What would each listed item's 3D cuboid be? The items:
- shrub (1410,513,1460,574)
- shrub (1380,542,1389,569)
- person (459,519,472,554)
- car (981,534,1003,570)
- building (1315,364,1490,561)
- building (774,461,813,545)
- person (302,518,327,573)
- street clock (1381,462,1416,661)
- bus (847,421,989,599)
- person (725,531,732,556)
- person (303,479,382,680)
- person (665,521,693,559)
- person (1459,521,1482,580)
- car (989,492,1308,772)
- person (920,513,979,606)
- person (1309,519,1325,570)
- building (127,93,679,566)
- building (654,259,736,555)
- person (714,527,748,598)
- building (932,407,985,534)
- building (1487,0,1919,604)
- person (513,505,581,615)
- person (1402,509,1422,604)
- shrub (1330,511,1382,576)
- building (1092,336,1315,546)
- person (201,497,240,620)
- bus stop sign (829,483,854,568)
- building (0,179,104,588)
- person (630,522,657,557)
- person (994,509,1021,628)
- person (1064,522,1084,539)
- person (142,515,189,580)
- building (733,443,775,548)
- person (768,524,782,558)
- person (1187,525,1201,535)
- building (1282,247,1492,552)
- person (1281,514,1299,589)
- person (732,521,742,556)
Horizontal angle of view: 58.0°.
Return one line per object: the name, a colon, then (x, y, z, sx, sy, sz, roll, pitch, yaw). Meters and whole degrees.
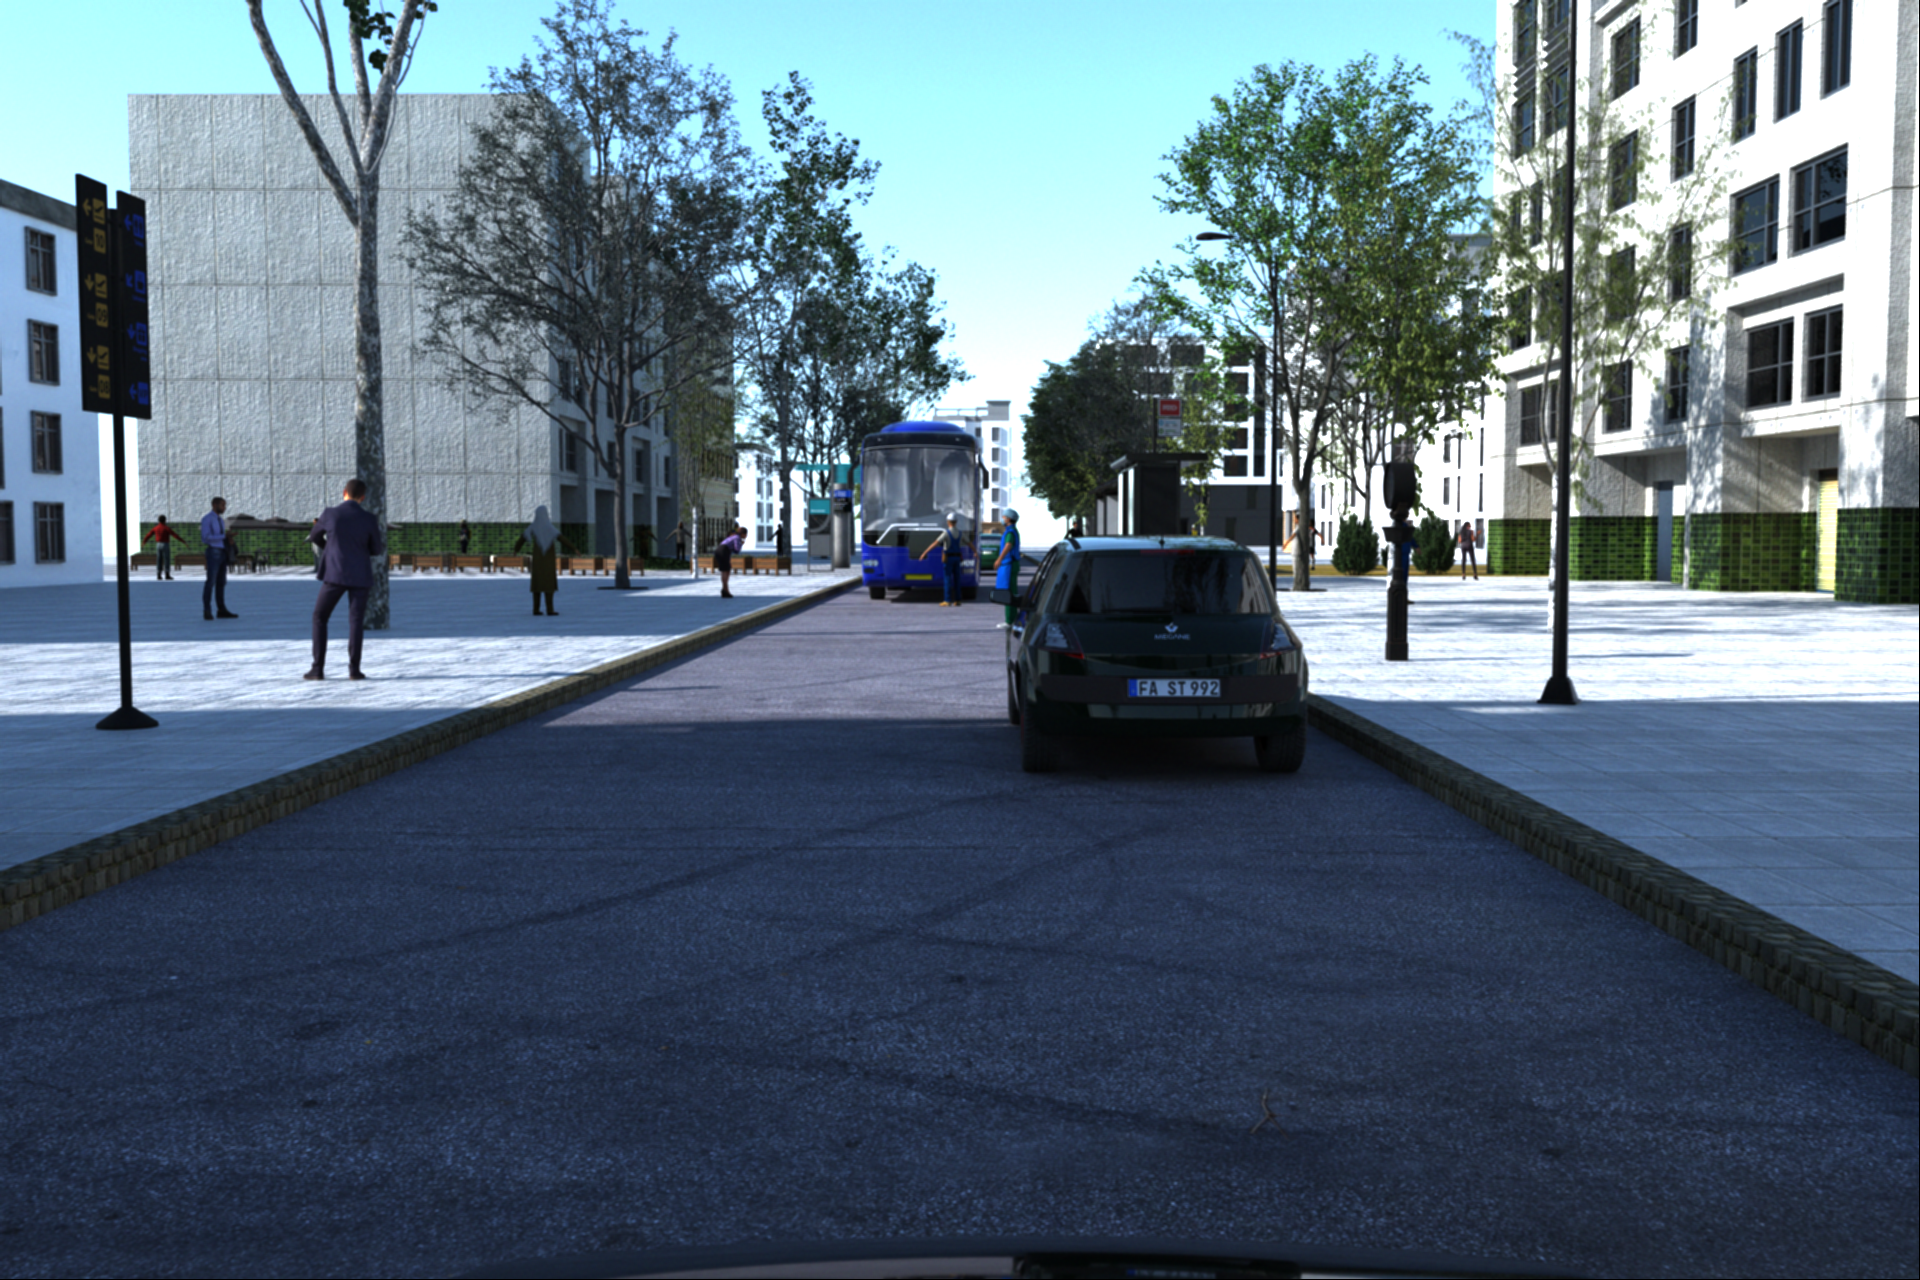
shrub: (15.086, -3.109, 55.254, 1.690, 2.028, 1.600, 0, 3, 0)
shrub: (15.670, -3.149, 62.599, 1.383, 1.207, 1.383, 0, 3, 0)
person: (-19.507, -3.806, 68.014, 0.705, 1.856, 1.354, -1, 4, -17)
car: (0.920, -3.025, 61.249, 2.131, 1.459, 4.920, 0, 4, 0)
building: (26.320, -9.266, 93.641, 9.099, 9.664, 28.070, 0, 4, 1)
building: (-22.562, -16.608, 213.687, 9.099, 9.664, 28.070, 0, 3, 0)
person: (-21.136, -3.103, 56.923, 1.347, 1.806, 0.705, 2, 4, 35)
street clock: (4.434, -0.793, 17.528, 0.358, 2.002, 0.471, 0, 4, 0)
bus: (-0.753, -3.040, 41.249, 2.896, 3.916, 12.251, 0, 4, 1)
person: (-11.309, -4.659, 85.444, 0.599, 1.433, 0.991, 3, 5, 40)
person: (-5.484, -0.543, 15.368, 0.683, 1.767, 0.568, -1, 4, -20)
person: (-11.475, -3.981, 71.223, 1.348, 1.813, 0.705, -1, 4, -19)
person: (14.234, -2.498, 48.359, 0.593, 1.643, 0.415, 0, 4, -7)
car: (1.213, -0.125, 11.834, 2.009, 1.686, 4.222, 0, 3, 0)
person: (-0.168, -1.602, 34.512, 1.347, 1.847, 0.705, -2, 4, -30)
person: (12.455, -3.396, 61.666, 0.704, 1.843, 1.345, -3, 5, -43)
building: (-24.932, -13.405, 85.630, 16.747, 18.905, 31.486, 0, 4, 0)
building: (-25.437, -17.356, 114.705, 19.493, 23.208, 18.063, 0, 4, 0)
person: (-4.595, -1.561, 34.799, 0.697, 1.427, 0.421, -2, 4, -28)
building: (-3.682, -23.779, 247.661, 11.380, 20.090, 16.016, -1, 4, -8)
building: (25.228, -10.580, 39.439, 16.747, 18.905, 31.486, 0, 4, 0)
person: (-6.554, -1.263, 27.422, 1.217, 1.736, 0.721, 1, 4, 19)
person: (8.105, -1.574, 31.620, 0.705, 1.842, 1.347, 2, 4, 33)
shrub: (12.211, -2.999, 53.454, 1.690, 2.028, 1.600, 0, 3, 0)
building: (28.702, -21.498, 195.471, 27.936, 21.610, 32.646, 0, 4, 1)
person: (-11.093, -1.236, 26.119, 0.599, 1.838, 0.709, 0, 4, 4)
bus stop sign: (-4.431, -4.646, 64.977, 0.837, 3.901, 0.837, 0, 4, 2)
building: (-23.523, -5.481, 31.754, 9.099, 9.664, 28.070, 0, 4, 1)
person: (-15.209, -4.745, 83.356, 1.354, 1.858, 0.705, 0, 4, 8)
person: (0.731, -1.092, 26.431, 0.704, 1.817, 1.347, 1, 4, 10)
person: (4.845, -4.066, 72.667, 1.347, 1.806, 0.705, -2, 4, -30)
person: (-22.332, -2.597, 48.574, 1.345, 1.816, 0.704, 0, 4, 4)
building: (-22.962, -14.125, 173.092, 9.099, 9.664, 28.070, 0, 4, 1)
person: (-9.032, -4.917, 86.620, 0.704, 1.802, 1.346, 3, 5, 40)
person: (12.282, -5.186, 91.256, 1.216, 1.772, 0.721, -1, 4, -19)
building: (27.981, -16.192, 121.152, 16.016, 20.090, 11.380, 0, 4, 1)
person: (7.553, -1.973, 39.029, 0.721, 1.739, 1.217, 2, 4, 35)
person: (-9.757, -4.269, 75.761, 0.705, 1.833, 1.349, 0, 4, 6)
